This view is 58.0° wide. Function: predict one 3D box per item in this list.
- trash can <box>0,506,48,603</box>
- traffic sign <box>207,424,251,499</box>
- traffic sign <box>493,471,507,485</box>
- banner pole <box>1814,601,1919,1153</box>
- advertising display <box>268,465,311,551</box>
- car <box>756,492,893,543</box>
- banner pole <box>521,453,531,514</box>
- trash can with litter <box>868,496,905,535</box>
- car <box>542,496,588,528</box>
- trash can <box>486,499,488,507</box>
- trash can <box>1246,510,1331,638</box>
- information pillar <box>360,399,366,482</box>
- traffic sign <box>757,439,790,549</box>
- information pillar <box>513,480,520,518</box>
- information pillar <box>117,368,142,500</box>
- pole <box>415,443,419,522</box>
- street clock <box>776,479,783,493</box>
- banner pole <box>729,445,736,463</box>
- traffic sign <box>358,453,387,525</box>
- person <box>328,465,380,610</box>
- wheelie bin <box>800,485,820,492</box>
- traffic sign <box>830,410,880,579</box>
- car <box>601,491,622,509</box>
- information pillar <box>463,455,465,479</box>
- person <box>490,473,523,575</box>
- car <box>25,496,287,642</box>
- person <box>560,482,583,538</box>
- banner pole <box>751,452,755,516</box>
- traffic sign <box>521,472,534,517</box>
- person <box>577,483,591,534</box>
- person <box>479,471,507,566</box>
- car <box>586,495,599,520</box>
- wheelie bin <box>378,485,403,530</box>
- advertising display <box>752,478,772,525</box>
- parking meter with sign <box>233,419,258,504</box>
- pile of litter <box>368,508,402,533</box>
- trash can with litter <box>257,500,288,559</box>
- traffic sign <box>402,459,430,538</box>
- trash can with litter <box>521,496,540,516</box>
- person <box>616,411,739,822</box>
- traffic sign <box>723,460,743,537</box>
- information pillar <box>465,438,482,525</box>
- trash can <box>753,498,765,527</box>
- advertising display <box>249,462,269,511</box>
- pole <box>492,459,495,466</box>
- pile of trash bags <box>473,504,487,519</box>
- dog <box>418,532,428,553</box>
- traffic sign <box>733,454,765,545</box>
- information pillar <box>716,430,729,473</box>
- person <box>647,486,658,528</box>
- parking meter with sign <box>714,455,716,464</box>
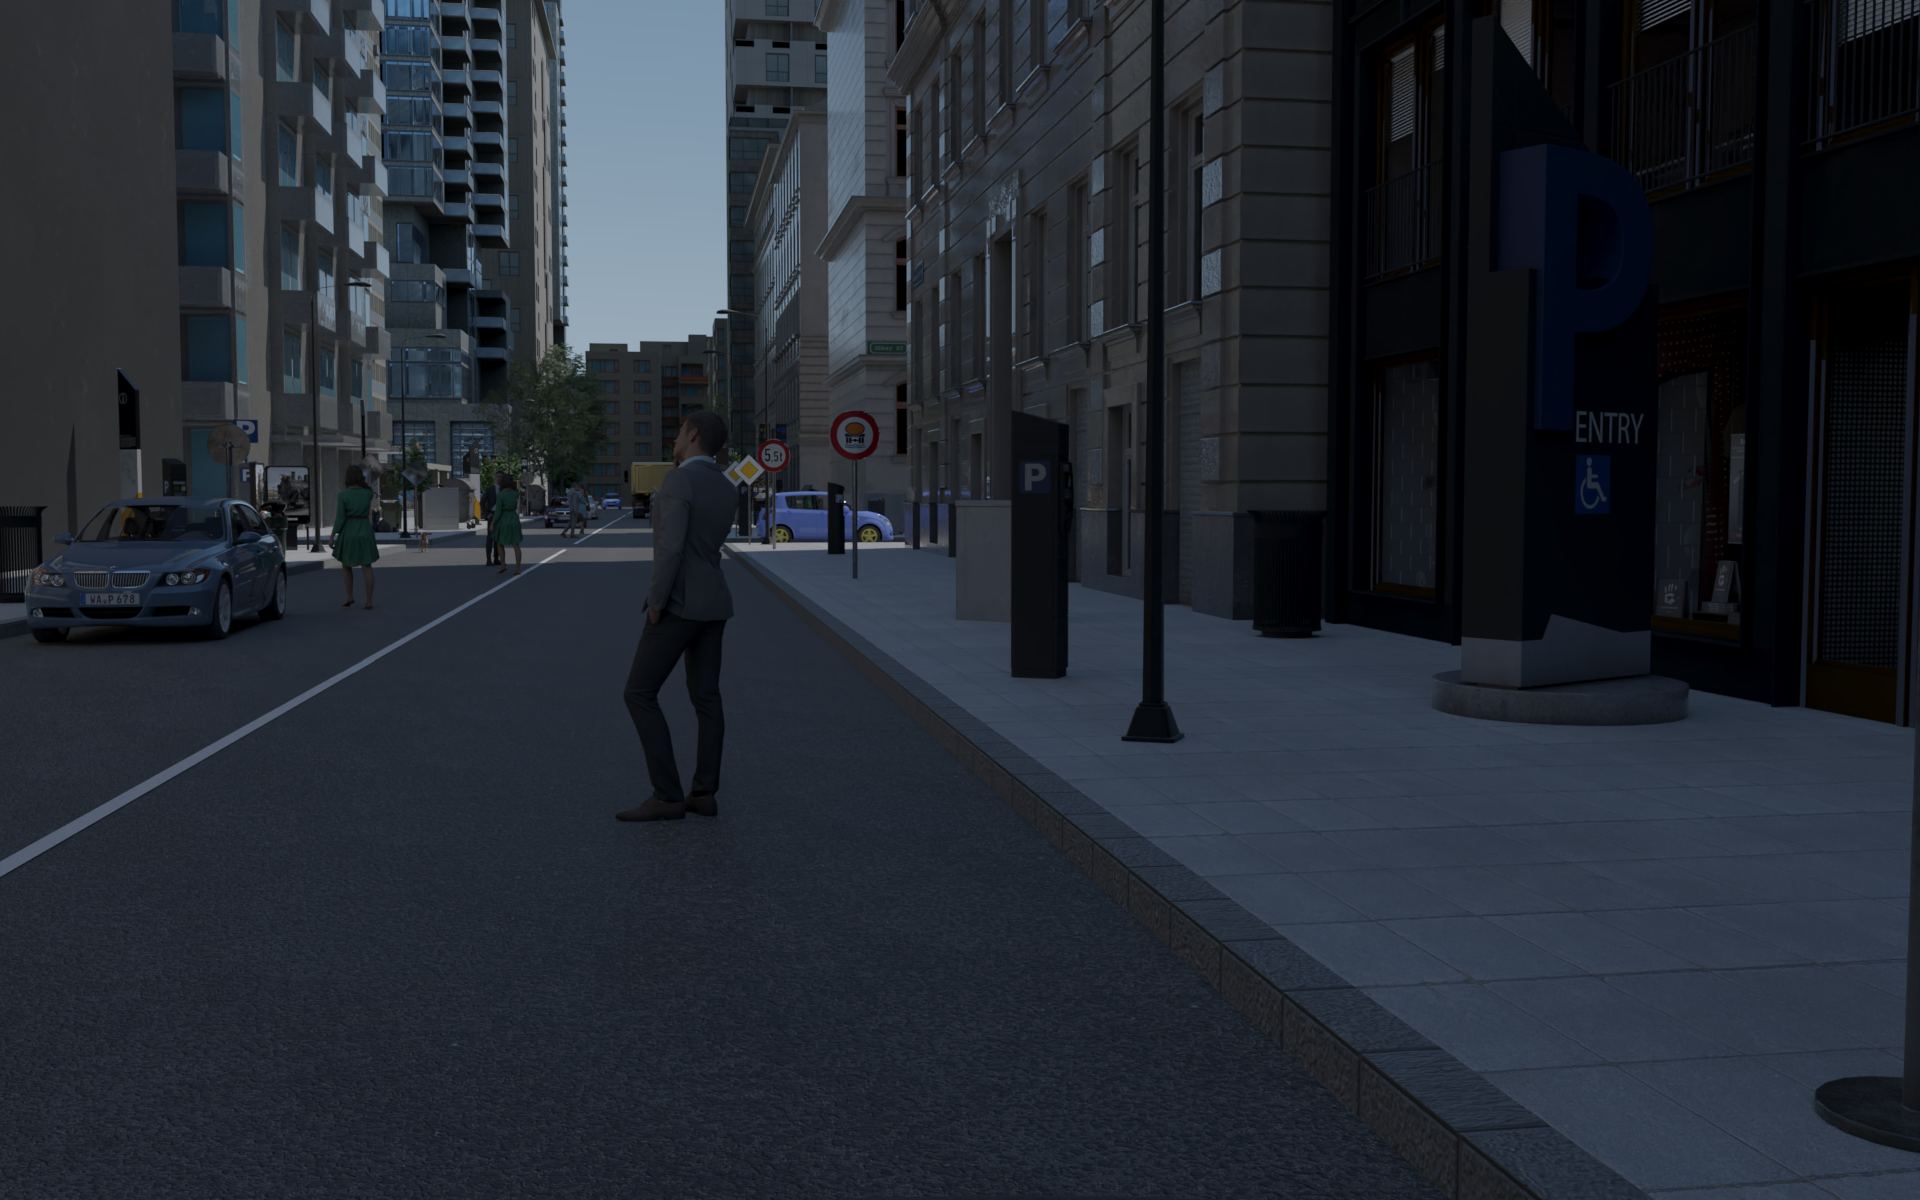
[{"bbox_3d":[-11.222,-0.544,20.544,0.748,1.137,0.748,0,3,0],"label":"trash can"},{"bbox_3d":[-13.272,-1.918,31.460,0.768,2.556,0.104,0,4,-3],"label":"traffic sign"},{"bbox_3d":[-20.659,-4.634,77.893,0.606,2.300,0.079,0,4,-5],"label":"traffic sign"},{"bbox_3d":[2.150,-0.829,3.564,0.863,3.779,0.401,-3,4,-37],"label":"banner pole"},{"bbox_3d":[-15.260,-2.086,39.326,0.974,1.923,0.123,-3,4,-38],"label":"advertising display"},{"bbox_3d":[-3.657,-2.284,46.932,3.694,1.707,1.945,-1,4,-11],"label":"car"},{"bbox_3d":[-26.322,-7.048,105.251,0.401,3.779,0.863,3,4,36],"label":"banner pole"},{"bbox_3d":[-2.230,-2.638,54.193,2.233,1.210,1.678,0,4,-1],"label":"trash can with litter"},{"bbox_3d":[-16.941,-3.786,74.488,1.945,1.354,3.894,-1,4,-11],"label":"car"},{"bbox_3d":[-29.411,-5.862,107.491,0.748,1.137,0.748,0,3,0],"label":"trash can"},{"bbox_3d":[2.947,-0.240,15.583,0.748,1.137,0.748,0,3,0],"label":"trash can"},{"bbox_3d":[-14.717,-3.144,42.753,0.183,3.616,0.504,-1,4,-22],"label":"information pillar"},{"bbox_3d":[-4.310,-2.449,40.140,0.768,2.556,0.104,0,4,-2],"label":"traffic sign"},{"bbox_3d":[-23.693,-5.377,92.412,0.304,2.012,0.304,0,4,0],"label":"information pillar"},{"bbox_3d":[-15.449,-2.501,32.240,0.504,3.616,0.183,2,4,26],"label":"information pillar"},{"bbox_3d":[-21.657,-4.598,69.026,0.158,3.312,0.155,0,3,0],"label":"pole"},{"bbox_3d":[-8.927,-4.947,85.450,0.358,2.002,0.471,1,4,18],"label":"street clock"},{"bbox_3d":[-10.500,-5.397,78.265,0.863,3.779,0.401,1,4,22],"label":"banner pole"},{"bbox_3d":[-14.402,-2.365,42.318,0.795,2.450,0.064,-1,4,-10],"label":"traffic sign"},{"bbox_3d":[-7.511,-0.782,21.538,0.529,1.795,0.600,3,5,42],"label":"person"},{"bbox_3d":[-5.051,-3.039,57.603,0.693,1.594,0.980,-2,4,-28],"label":"wheelie bin"},{"bbox_3d":[-1.593,-1.598,26.228,0.768,2.556,0.104,-1,4,-9],"label":"traffic sign"},{"bbox_3d":[-33.038,-9.470,164.428,1.945,1.707,3.694,-1,4,-9],"label":"car"},{"bbox_3d":[-25.584,-6.038,90.075,0.504,3.616,0.183,0,4,-8],"label":"information pillar"},{"bbox_3d":[-8.001,-1.341,30.668,0.529,1.795,0.600,3,4,36],"label":"person"},{"bbox_3d":[-8.369,-0.390,18.384,2.014,1.417,4.499,-1,4,-10],"label":"car"},{"bbox_3d":[-12.603,-2.929,56.503,0.853,1.813,0.709,-3,4,-38],"label":"person"},{"bbox_3d":[-12.257,-6.886,102.601,0.401,3.779,0.863,-2,4,-26],"label":"banner pole"},{"bbox_3d":[-24.689,-6.041,98.876,0.768,2.556,0.104,0,4,-4],"label":"traffic sign"},{"bbox_3d":[-13.518,-3.272,62.092,0.616,1.811,0.778,-2,4,-26],"label":"person"},{"bbox_3d":[-9.271,-1.646,34.773,0.474,1.900,0.648,3,5,40],"label":"person"},{"bbox_3d":[-21.425,-5.225,97.791,2.083,1.381,4.827,-1,4,-10],"label":"car"},{"bbox_3d":[-20.540,-3.341,62.534,0.980,1.594,0.693,0,4,-1],"label":"wheelie bin"},{"bbox_3d":[-8.021,-4.019,70.930,0.974,1.923,0.123,-1,4,-22],"label":"advertising display"},{"bbox_3d":[-16.376,-2.661,39.767,0.543,3.016,1.738,-1,4,-22],"label":"parking meter with sign"},{"bbox_3d":[-19.532,-2.681,57.796,1.719,0.858,1.176,1,4,14],"label":"pile of litter"},{"bbox_3d":[-13.618,-1.382,33.978,0.624,1.170,1.055,-3,5,-42],"label":"trash can with litter"},{"bbox_3d":[-15.753,-2.847,50.188,0.795,2.450,0.064,-1,4,-10],"label":"traffic sign"},{"bbox_3d":[-24.767,-5.412,99.871,1.055,1.170,0.624,0,4,4],"label":"trash can with litter"},{"bbox_3d":[-1.246,0.059,7.709,0.473,1.802,0.592,3,4,39],"label":"person"},{"bbox_3d":[-6.688,-2.940,51.718,0.795,2.450,0.064,-1,4,-10],"label":"traffic sign"},{"bbox_3d":[-20.065,-4.910,71.627,0.183,3.616,0.504,3,4,36],"label":"information pillar"},{"bbox_3d":[-7.625,-3.364,66.647,0.748,1.137,0.748,0,3,0],"label":"trash can"},{"bbox_3d":[-14.260,-1.833,35.177,0.123,1.923,0.974,-1,4,-12],"label":"advertising display"},{"bbox_3d":[-27.060,-6.528,100.580,0.158,3.312,0.155,0,3,0],"label":"pole"},{"bbox_3d":[-25.495,-4.731,87.101,1.912,1.369,3.447,3,5,44],"label":"pile of trash bags"},{"bbox_3d":[-13.193,-1.427,42.626,0.540,0.507,0.406,2,4,27],"label":"dog"},{"bbox_3d":[-5.336,-2.459,43.848,0.795,2.450,0.064,-1,4,-10],"label":"traffic sign"},{"bbox_3d":[-8.664,-4.398,63.254,0.504,3.616,0.183,0,4,0],"label":"information pillar"},{"bbox_3d":[-13.071,-3.999,74.065,0.537,1.800,0.526,2,4,30],"label":"person"},{"bbox_3d":[-10.747,-4.874,75.953,0.543,3.016,1.738,0,4,-7],"label":"parking meter with sign"}]
